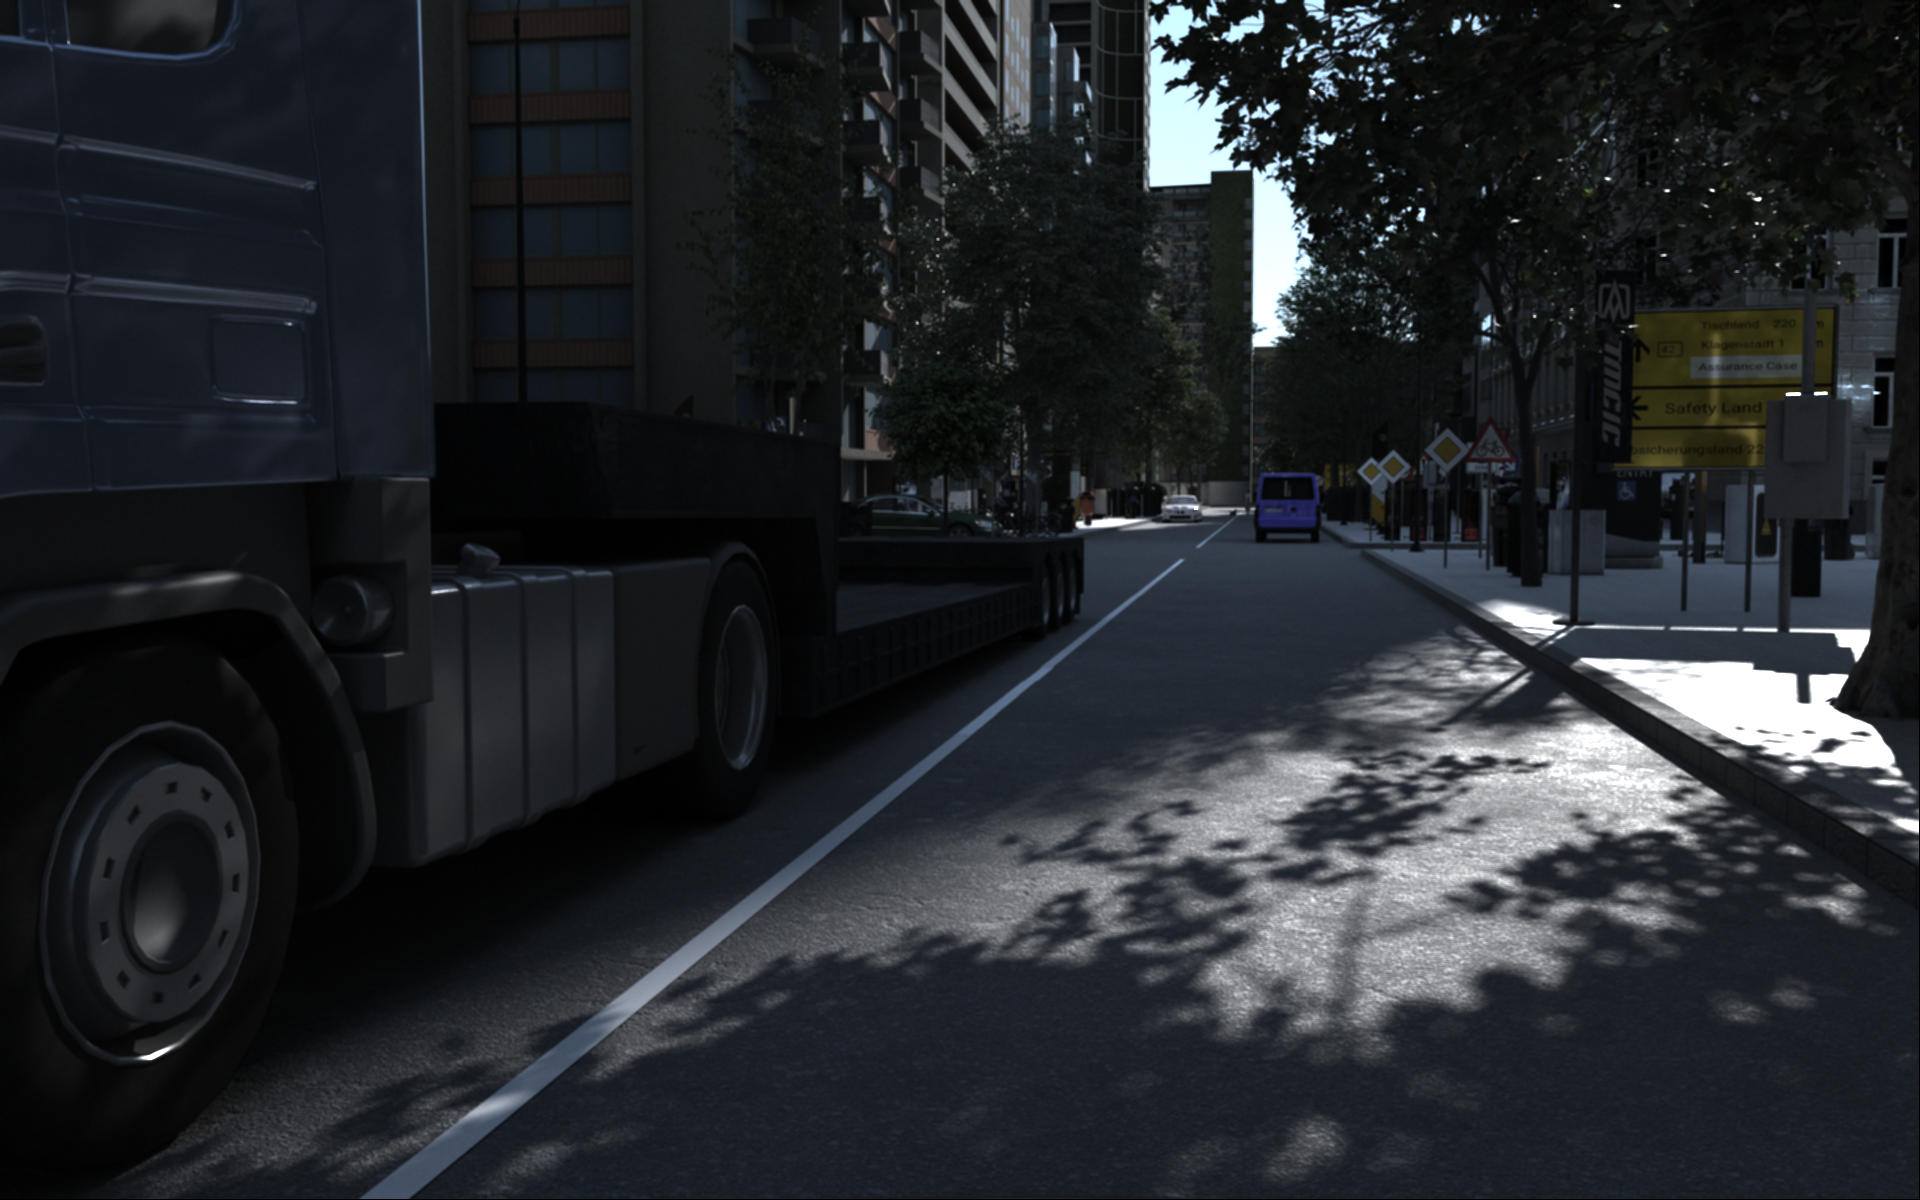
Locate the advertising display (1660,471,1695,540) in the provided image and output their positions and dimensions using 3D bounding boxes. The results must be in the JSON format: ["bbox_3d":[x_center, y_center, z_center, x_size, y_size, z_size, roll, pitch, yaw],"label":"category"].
[{"bbox_3d":[20.303,-2.677,48.977,0.974,1.923,0.123,2,4,29],"label":"advertising display"}]

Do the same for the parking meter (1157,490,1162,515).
[{"bbox_3d":[12.223,-6.005,106.584,0.372,1.533,0.369,0,3,0],"label":"parking meter"}]

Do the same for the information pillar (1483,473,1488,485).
[{"bbox_3d":[30.918,-6.754,101.788,0.183,3.616,0.504,-3,4,-39],"label":"information pillar"}]

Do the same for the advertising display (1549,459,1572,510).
[{"bbox_3d":[11.233,-1.664,32.424,0.123,1.923,0.974,2,4,35],"label":"advertising display"}]

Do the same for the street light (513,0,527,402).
[{"bbox_3d":[-3.375,-2.616,15.319,1.470,5.913,1.316,1,4,10],"label":"street light"}]

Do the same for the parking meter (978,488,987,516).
[{"bbox_3d":[0.970,-4.122,75.803,0.372,1.533,0.369,0,3,0],"label":"parking meter"}]

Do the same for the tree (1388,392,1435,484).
[{"bbox_3d":[29.761,-10.012,114.061,4.737,8.622,4.395,0,3,0],"label":"tree"}]

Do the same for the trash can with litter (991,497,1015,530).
[{"bbox_3d":[1.597,-3.071,61.594,1.055,1.170,0.624,3,5,43],"label":"trash can with litter"}]

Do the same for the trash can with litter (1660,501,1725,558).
[{"bbox_3d":[15.375,-1.477,35.204,2.233,1.210,1.678,3,4,37],"label":"trash can with litter"}]

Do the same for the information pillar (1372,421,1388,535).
[{"bbox_3d":[13.325,-3.889,54.941,0.504,3.616,0.183,1,4,11],"label":"information pillar"}]

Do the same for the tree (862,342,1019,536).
[{"bbox_3d":[-0.408,-3.291,37.520,4.285,4.588,4.351,0,3,0],"label":"tree"}]

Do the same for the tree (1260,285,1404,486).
[{"bbox_3d":[19.338,-10.598,91.404,7.486,12.596,7.792,0,3,0],"label":"tree"}]

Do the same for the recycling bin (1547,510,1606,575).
[{"bbox_3d":[9.842,-0.928,27.725,0.722,1.027,0.722,0,4,-3],"label":"recycling bin"}]

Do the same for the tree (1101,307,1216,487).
[{"bbox_3d":[11.570,-11.405,104.599,7.486,12.596,7.792,0,3,0],"label":"tree"}]

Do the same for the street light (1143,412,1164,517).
[{"bbox_3d":[11.035,-7.636,97.390,1.470,5.913,1.316,1,4,10],"label":"street light"}]

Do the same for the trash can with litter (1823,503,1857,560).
[{"bbox_3d":[17.152,-1.375,33.869,0.624,1.170,1.055,3,4,37],"label":"trash can with litter"}]

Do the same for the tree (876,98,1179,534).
[{"bbox_3d":[2.272,-9.139,56.080,9.857,13.997,8.962,0,3,0],"label":"tree"}]

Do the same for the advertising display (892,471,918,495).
[{"bbox_3d":[-1.535,-2.635,48.290,0.123,1.923,0.974,3,4,38],"label":"advertising display"}]

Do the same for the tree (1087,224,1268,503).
[{"bbox_3d":[14.843,-16.229,121.230,12.611,20.169,13.585,0,3,0],"label":"tree"}]

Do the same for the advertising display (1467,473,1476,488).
[{"bbox_3d":[15.274,-2.849,51.795,0.123,1.923,0.974,1,4,8],"label":"advertising display"}]

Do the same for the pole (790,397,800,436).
[{"bbox_3d":[-3.489,-2.616,36.617,0.158,3.312,0.155,0,3,0],"label":"pole"}]

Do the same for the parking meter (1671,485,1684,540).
[{"bbox_3d":[20.071,-2.444,48.369,0.372,1.533,0.369,0,3,0],"label":"parking meter"}]

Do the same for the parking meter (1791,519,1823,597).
[{"bbox_3d":[10.589,-0.812,21.685,0.372,1.533,0.369,0,3,0],"label":"parking meter"}]

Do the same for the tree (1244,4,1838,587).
[{"bbox_3d":[8.037,-5.486,24.114,8.767,10.594,7.601,1,4,11],"label":"tree"}]

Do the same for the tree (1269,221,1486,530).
[{"bbox_3d":[14.916,-8.305,61.546,9.928,11.665,9.643,0,3,0],"label":"tree"}]

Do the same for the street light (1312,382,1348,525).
[{"bbox_3d":[15.315,-6.047,71.408,1.470,5.913,1.316,1,4,10],"label":"street light"}]

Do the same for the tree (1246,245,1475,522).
[{"bbox_3d":[18.477,-10.345,79.509,12.009,13.543,11.850,0,3,0],"label":"tree"}]

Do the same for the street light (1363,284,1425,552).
[{"bbox_3d":[9.606,-4.026,38.361,1.470,5.913,1.316,1,4,10],"label":"street light"}]

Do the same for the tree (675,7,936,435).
[{"bbox_3d":[-2.602,-4.704,27.271,4.737,8.622,4.395,0,3,0],"label":"tree"}]

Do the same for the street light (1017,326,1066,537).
[{"bbox_3d":[2.239,-4.614,47.979,1.470,5.913,1.316,1,4,10],"label":"street light"}]

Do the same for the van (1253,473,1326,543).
[{"bbox_3d":[9.992,-2.954,52.681,2.240,2.365,5.245,1,4,11],"label":"van"}]

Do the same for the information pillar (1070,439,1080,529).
[{"bbox_3d":[4.231,-4.426,63.726,0.183,3.616,0.504,3,5,44],"label":"information pillar"}]

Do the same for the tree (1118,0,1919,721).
[{"bbox_3d":[5.610,-5.668,9.677,9.611,12.733,9.660,0,3,0],"label":"tree"}]

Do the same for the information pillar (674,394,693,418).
[{"bbox_3d":[-6.502,-3.029,40.883,0.504,3.616,0.183,1,4,19],"label":"information pillar"}]

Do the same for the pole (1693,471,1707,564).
[{"bbox_3d":[13.673,-2.330,31.946,0.158,3.312,0.155,0,3,0],"label":"pole"}]

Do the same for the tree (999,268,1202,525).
[{"bbox_3d":[5.207,-8.345,70.859,8.767,10.594,7.601,1,4,11],"label":"tree"}]

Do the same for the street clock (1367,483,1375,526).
[{"bbox_3d":[16.595,-3.985,69.722,0.358,2.002,0.471,3,5,40],"label":"street clock"}]

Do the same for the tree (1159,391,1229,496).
[{"bbox_3d":[21.548,-14.444,161.912,9.928,11.665,9.643,0,3,0],"label":"tree"}]

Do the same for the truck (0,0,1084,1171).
[{"bbox_3d":[-1.547,-1.286,10.781,2.967,4.110,18.799,1,4,11],"label":"truck"}]

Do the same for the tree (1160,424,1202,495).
[{"bbox_3d":[20.109,-12.467,154.196,4.360,8.622,3.978,0,3,0],"label":"tree"}]

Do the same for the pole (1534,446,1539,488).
[{"bbox_3d":[24.392,-4.862,73.336,0.158,3.312,0.155,0,3,0],"label":"pole"}]

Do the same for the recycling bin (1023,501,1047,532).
[{"bbox_3d":[2.515,-2.836,58.928,0.722,1.027,0.722,-1,4,-21],"label":"recycling bin"}]
